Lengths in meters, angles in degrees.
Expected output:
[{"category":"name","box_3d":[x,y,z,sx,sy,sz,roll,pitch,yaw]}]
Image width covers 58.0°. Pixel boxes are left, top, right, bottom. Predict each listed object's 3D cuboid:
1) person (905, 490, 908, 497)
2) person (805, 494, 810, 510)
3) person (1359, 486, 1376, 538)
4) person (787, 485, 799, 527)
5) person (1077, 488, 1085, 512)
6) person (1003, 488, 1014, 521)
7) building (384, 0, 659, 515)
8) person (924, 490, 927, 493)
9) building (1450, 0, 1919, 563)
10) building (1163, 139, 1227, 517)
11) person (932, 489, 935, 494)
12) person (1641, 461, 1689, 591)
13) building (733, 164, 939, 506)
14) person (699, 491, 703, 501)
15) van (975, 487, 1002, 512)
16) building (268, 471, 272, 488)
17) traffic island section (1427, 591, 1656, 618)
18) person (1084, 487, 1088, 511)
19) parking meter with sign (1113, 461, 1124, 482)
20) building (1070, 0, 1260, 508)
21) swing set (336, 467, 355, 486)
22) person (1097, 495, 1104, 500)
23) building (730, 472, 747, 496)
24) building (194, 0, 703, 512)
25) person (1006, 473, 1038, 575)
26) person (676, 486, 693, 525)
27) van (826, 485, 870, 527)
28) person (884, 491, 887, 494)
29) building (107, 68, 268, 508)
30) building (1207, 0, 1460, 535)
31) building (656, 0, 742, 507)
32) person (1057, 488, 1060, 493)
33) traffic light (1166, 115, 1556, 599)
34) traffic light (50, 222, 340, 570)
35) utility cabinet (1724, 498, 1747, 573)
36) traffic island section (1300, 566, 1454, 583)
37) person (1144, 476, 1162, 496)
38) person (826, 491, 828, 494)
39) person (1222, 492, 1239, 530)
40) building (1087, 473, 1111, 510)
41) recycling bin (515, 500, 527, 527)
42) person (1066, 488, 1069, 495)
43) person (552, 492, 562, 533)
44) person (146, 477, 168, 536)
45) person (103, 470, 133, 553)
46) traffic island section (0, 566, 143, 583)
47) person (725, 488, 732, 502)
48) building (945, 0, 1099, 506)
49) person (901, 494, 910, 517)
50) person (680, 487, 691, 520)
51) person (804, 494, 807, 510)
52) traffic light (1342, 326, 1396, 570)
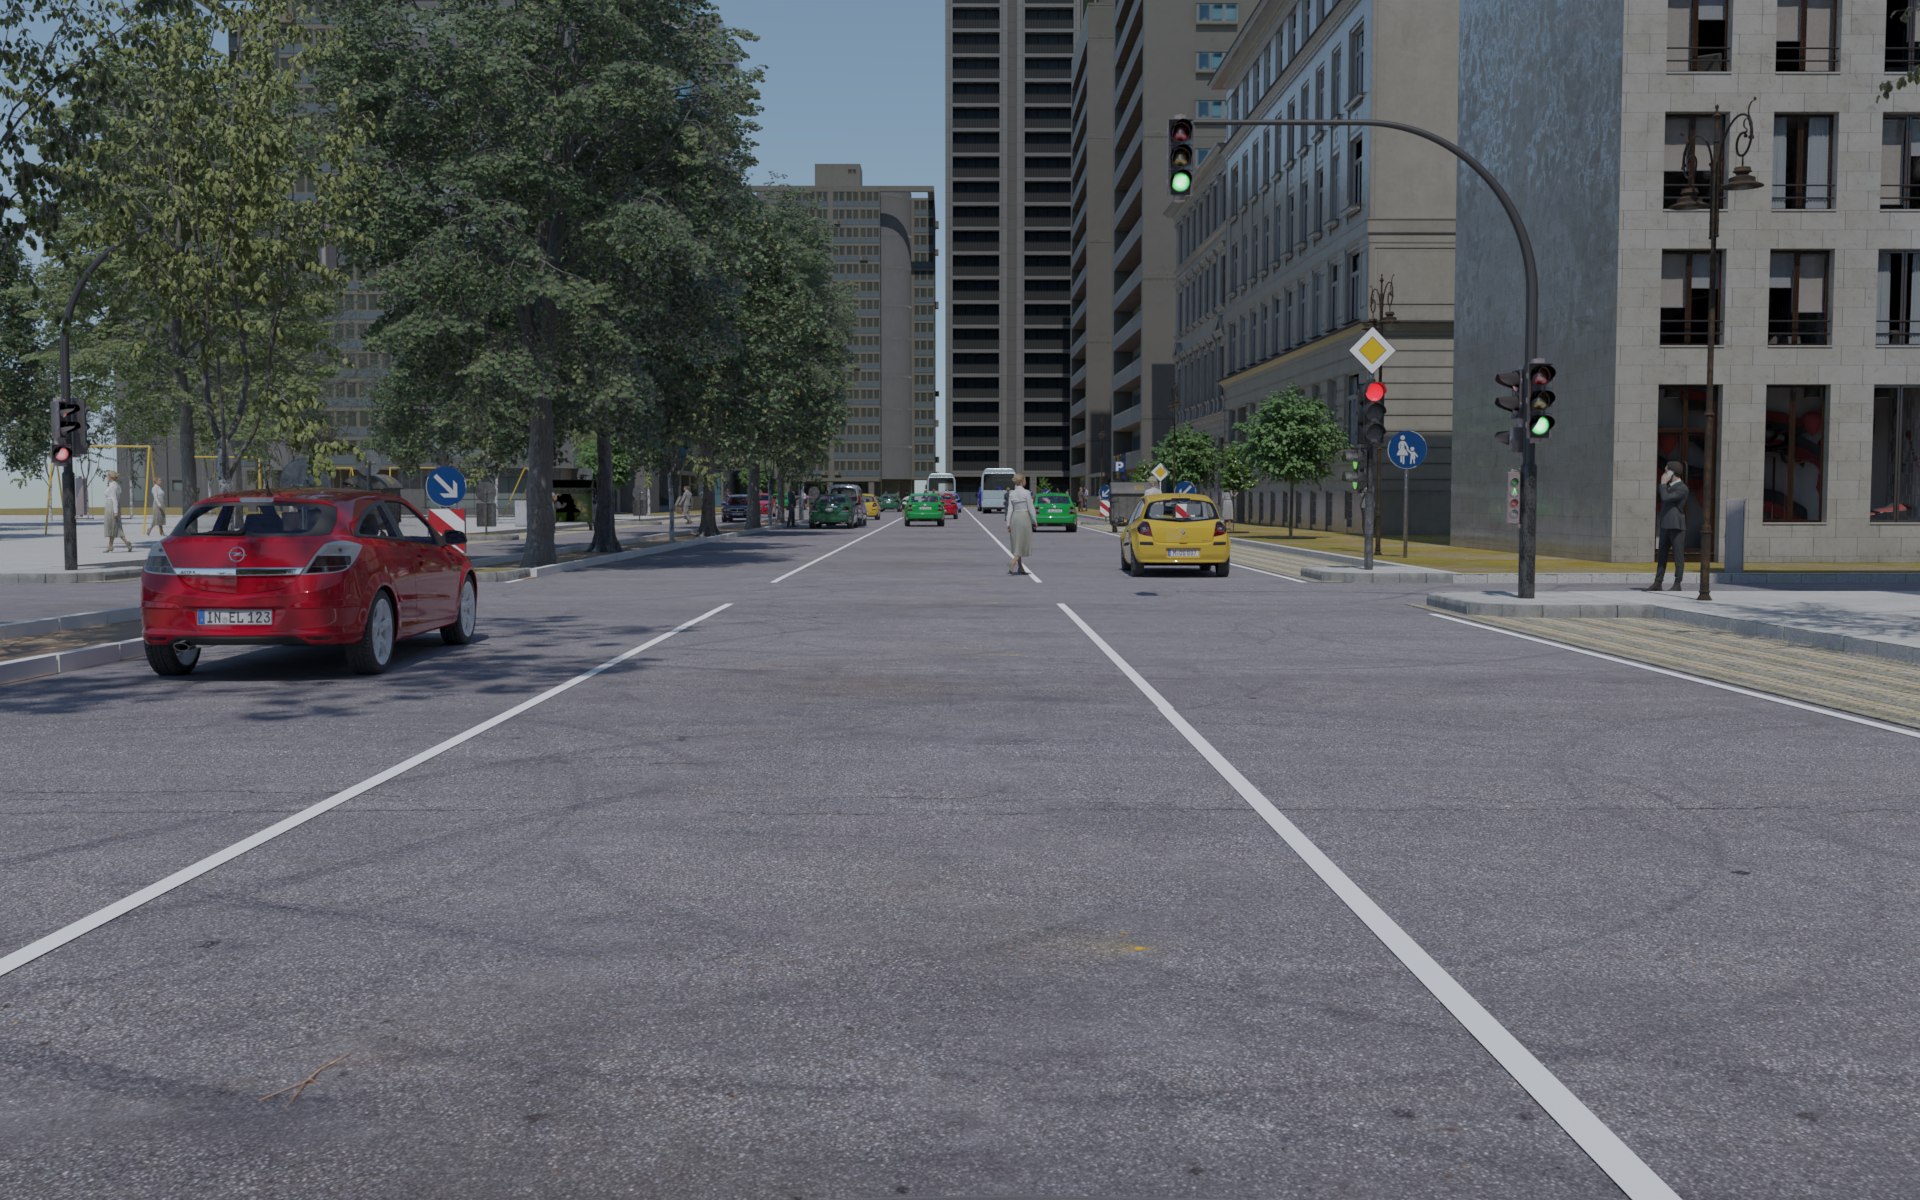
[{"category":"person","box_3d":[-5.532,-10.404,178.230,0.705,1.869,1.348,0,4,1]},{"category":"person","box_3d":[-14.023,-8.986,158.660,0.421,1.427,0.697,3,5,40]},{"category":"person","box_3d":[11.968,-2.724,50.768,0.592,1.802,0.473,0,4,1]},{"category":"person","box_3d":[-7.171,-4.029,74.542,0.590,1.801,0.661,0,4,-4]},{"category":"person","box_3d":[8.836,-7.303,126.006,0.434,1.755,0.990,-2,4,-28]},{"category":"person","box_3d":[2.580,-5.075,91.901,0.576,1.772,0.534,0,4,-2]},{"category":"building","box_3d":[-27.669,-26.144,111.041,14.154,41.232,14.086,0,4,0]},{"category":"person","box_3d":[-2.560,-7.304,128.595,0.621,1.740,0.551,1,4,11]},{"category":"building","box_3d":[20.500,-11.137,36.837,16.860,20.320,10.420,0,4,0]},{"category":"building","box_3d":[18.028,-15.770,93.996,11.583,22.565,21.152,0,4,0]},{"category":"person","box_3d":[-1.938,-7.268,127.461,1.348,1.807,0.705,-1,4,-14]},{"category":"person","box_3d":[10.270,-1.056,25.135,0.474,1.900,0.648,0,4,-6]},{"category":"building","box_3d":[-14.523,-31.470,206.420,23.993,40.220,32.217,0,4,0]},{"category":"person","box_3d":[-21.948,-8.714,148.507,1.348,1.826,0.705,0,4,-2]},{"category":"van","box_3d":[2.442,-8.517,143.630,2.240,2.365,5.245,0,4,-2]},{"category":"building","box_3d":[-59.006,-24.415,170.882,14.107,30.474,14.160,0,4,0]},{"category":"traffic island section","box_3d":[6.983,0.058,21.336,2.009,0.180,2.903,0,4,0]},{"category":"person","box_3d":[9.278,-7.550,129.350,0.599,1.838,0.709,0,4,-2]},{"category":"parking meter with sign","box_3d":[8.491,-5.922,93.086,0.543,3.016,1.738,0,4,1]},{"category":"building","box_3d":[22.005,-33.178,166.168,21.300,48.544,21.600,0,4,0]},{"category":"swing set","box_3d":[-37.082,-6.334,101.178,3.119,2.851,2.862,-2,4,-35]},{"category":"person","box_3d":[9.886,-6.775,117.533,1.217,1.743,0.721,-1,4,-11]},{"category":"building","box_3d":[-40.957,-22.007,204.854,28.899,21.520,27.650,0,4,0]},{"category":"building","box_3d":[-36.560,-26.827,130.495,32.217,40.220,23.993,0,4,0]},{"category":"person","box_3d":[1.036,-1.331,30.491,0.641,1.798,0.478,-3,5,-44]},{"category":"person","box_3d":[-12.906,-4.468,81.674,0.853,1.813,0.709,2,4,24]},{"category":"van","box_3d":[-5.094,-4.329,77.796,2.013,2.044,4.112,0,4,0]},{"category":"person","box_3d":[-7.293,-9.781,168.864,0.683,1.767,0.568,0,4,6]},{"category":"building","box_3d":[-73.100,-29.747,169.950,14.086,41.232,14.154,0,4,0]},{"category":"building","box_3d":[19.878,-14.351,67.923,16.112,22.955,30.059,0,4,0]},{"category":"building","box_3d":[-36.639,-33.341,164.740,30.456,49.044,23.786,0,4,0]},{"category":"person","box_3d":[8.337,-8.643,147.375,0.705,1.821,1.348,0,4,3]},{"category":"traffic light","box_3d":[4.851,-2.838,21.069,4.771,5.953,1.251,0,4,0]},{"category":"traffic light","box_3d":[-12.872,-3.330,29.114,4.771,5.953,1.251,0,4,0]},{"category":"utility cabinet","box_3d":[12.866,-1.076,28.761,0.306,1.237,1.020,2,4,25]},{"category":"traffic island section","box_3d":[6.937,-0.431,29.321,2.009,0.180,2.903,0,4,0]},{"category":"person","box_3d":[4.448,-1.910,39.607,0.818,1.842,0.514,2,4,30]},{"category":"person","box_3d":[-11.143,-8.249,144.047,0.721,1.739,1.217,-2,4,-34]},{"category":"person","box_3d":[9.532,-3.338,61.189,0.524,1.755,0.480,-3,5,-42]},{"category":"building","box_3d":[27.269,-27.603,143.184,32.217,40.220,23.993,0,4,0]},{"category":"recycling bin","box_3d":[-17.031,-3.403,68.190,0.722,1.027,0.722,1,4,19]},{"category":"person","box_3d":[10.260,-9.722,165.007,0.705,1.824,1.348,0,4,-7]},{"category":"person","box_3d":[-14.879,-3.324,63.204,0.716,1.782,0.532,0,4,1]},{"category":"person","box_3d":[-24.370,-2.828,52.505,0.641,1.798,0.478,0,4,6]},{"category":"person","box_3d":[-18.445,-1.934,37.883,0.641,1.798,0.478,0,4,3]},{"category":"traffic island section","box_3d":[-15.004,-0.423,29.201,2.009,0.180,2.903,0,4,0]},{"category":"person","box_3d":[-18.668,-8.168,140.031,0.683,1.767,0.568,-2,4,-32]},{"category":"building","box_3d":[8.618,-46.608,200.291,20.611,71.187,20.563,0,4,0]},{"category":"person","box_3d":[-3.253,-5.791,106.373,0.628,1.438,0.799,2,4,26]},{"category":"person","box_3d":[-15.214,-5.415,96.818,0.659,1.850,0.755,2,4,30]},{"category":"person","box_3d":[-13.906,-8.827,153.754,0.436,1.711,0.756,2,4,31]},{"category":"traffic light","box_3d":[6.897,-2.464,29.207,0.839,4.253,0.868,0,4,0]}]
